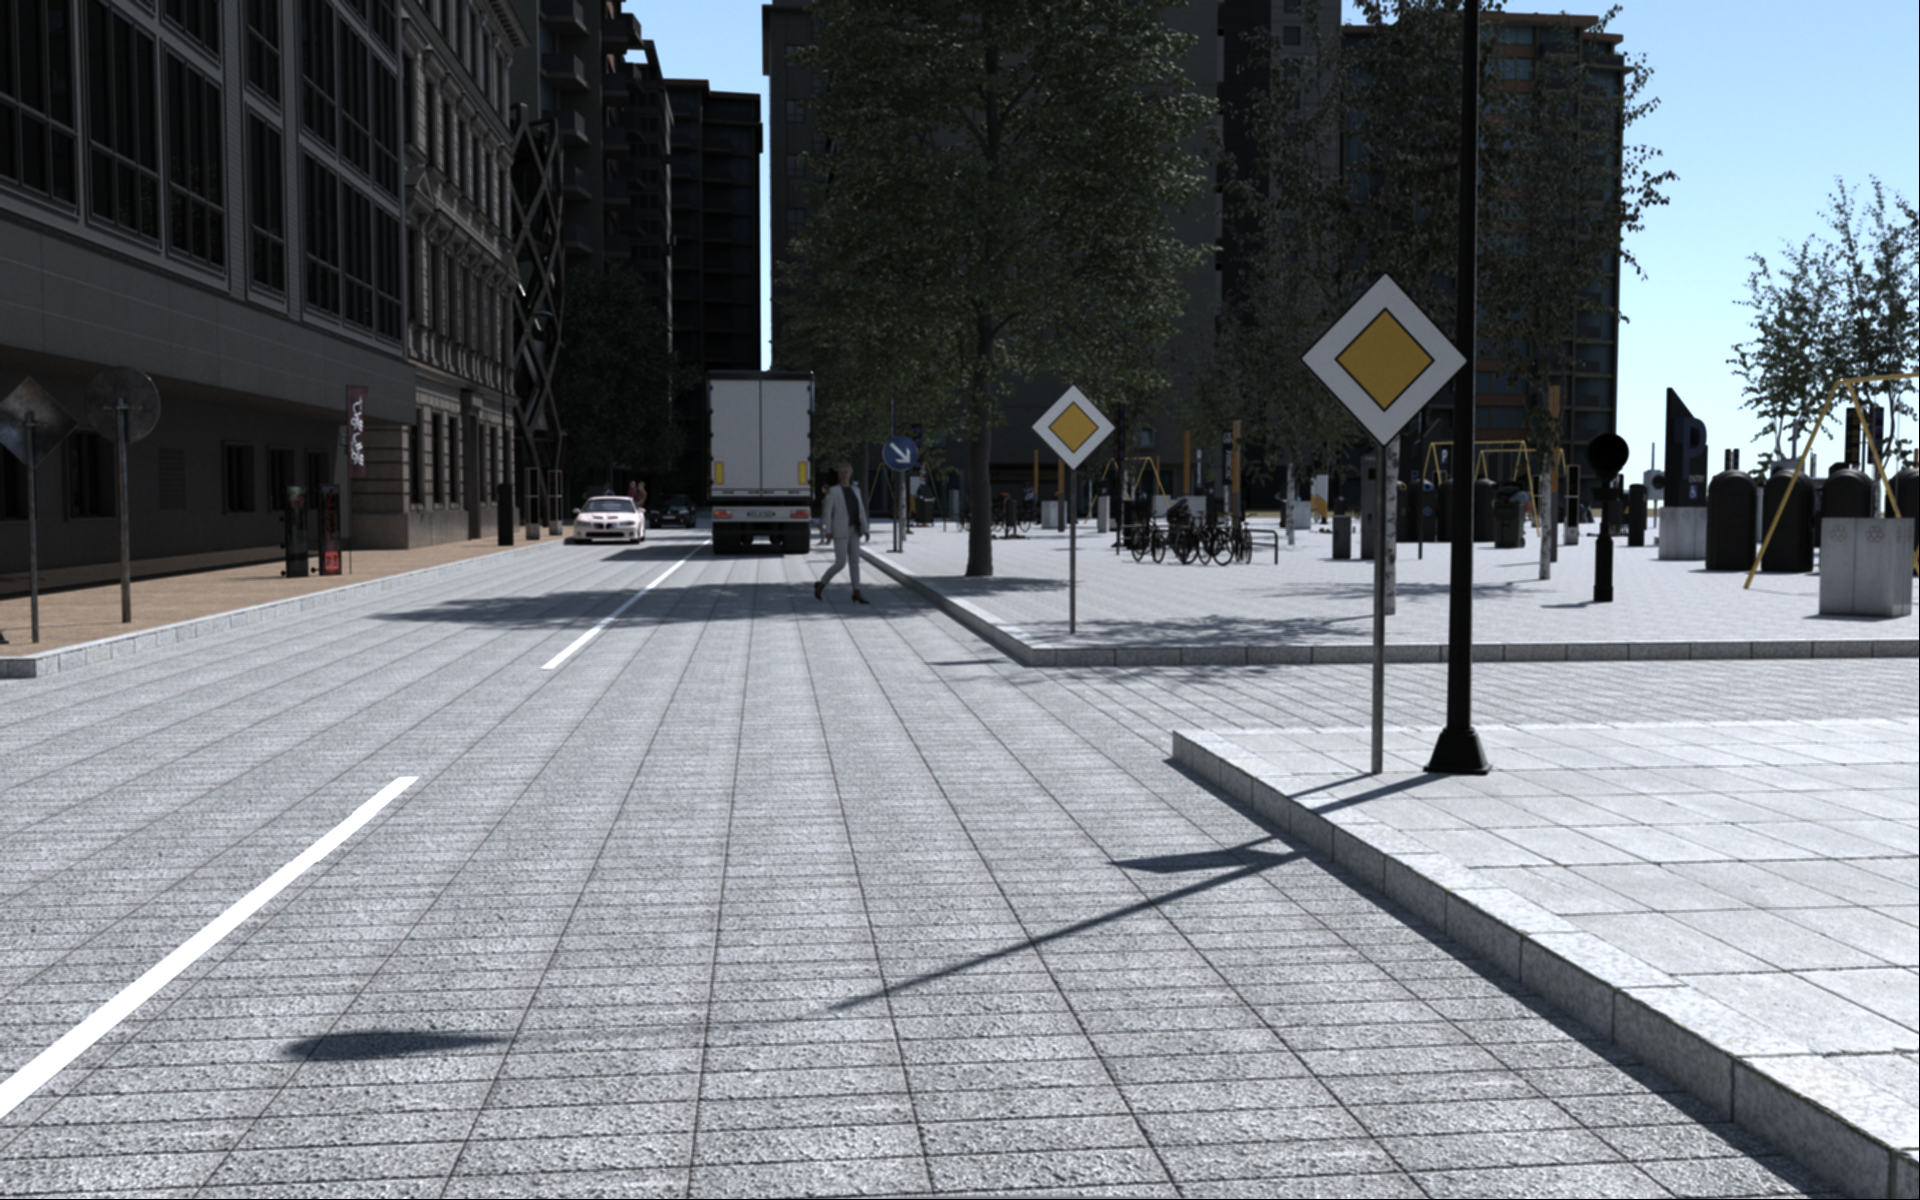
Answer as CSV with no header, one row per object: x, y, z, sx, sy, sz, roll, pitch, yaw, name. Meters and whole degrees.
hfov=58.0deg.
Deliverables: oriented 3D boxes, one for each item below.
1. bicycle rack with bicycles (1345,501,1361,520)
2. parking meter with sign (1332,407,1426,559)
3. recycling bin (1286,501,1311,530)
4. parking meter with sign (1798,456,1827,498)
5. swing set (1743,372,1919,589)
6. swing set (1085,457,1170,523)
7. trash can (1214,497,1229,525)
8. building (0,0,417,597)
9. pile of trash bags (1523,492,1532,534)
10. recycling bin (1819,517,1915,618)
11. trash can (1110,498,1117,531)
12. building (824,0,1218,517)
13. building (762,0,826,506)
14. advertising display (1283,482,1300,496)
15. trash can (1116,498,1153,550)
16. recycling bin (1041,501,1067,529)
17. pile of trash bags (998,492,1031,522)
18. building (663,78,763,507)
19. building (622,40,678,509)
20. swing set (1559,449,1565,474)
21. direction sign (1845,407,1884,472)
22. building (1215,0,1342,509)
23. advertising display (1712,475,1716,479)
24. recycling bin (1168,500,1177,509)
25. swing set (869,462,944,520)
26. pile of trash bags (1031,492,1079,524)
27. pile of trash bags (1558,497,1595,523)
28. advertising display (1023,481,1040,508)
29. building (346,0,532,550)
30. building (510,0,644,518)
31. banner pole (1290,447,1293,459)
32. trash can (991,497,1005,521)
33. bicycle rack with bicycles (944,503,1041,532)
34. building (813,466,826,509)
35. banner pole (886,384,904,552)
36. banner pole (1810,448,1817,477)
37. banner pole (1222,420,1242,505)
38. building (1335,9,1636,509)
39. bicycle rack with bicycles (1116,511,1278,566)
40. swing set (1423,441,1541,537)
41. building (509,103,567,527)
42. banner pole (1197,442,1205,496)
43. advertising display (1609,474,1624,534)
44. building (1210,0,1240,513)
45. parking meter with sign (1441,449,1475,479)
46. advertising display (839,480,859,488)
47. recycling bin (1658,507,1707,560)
20.448,-4.507,87.067,2.852,0.926,2.925,-1,4,-11,bicycle rack with bicycles
8.242,-2.316,34.130,1.738,3.016,0.543,1,4,11,parking meter with sign
12.288,-3.078,62.880,0.722,1.027,0.722,-1,4,-10,recycling bin
39.224,-5.065,79.081,1.738,3.016,0.543,0,4,7,parking meter with sign
12.282,-1.517,22.423,2.862,2.851,3.119,-1,4,-11,swing set
7.417,-4.725,74.879,2.862,2.851,3.119,-2,4,-28,swing set
10.989,-3.747,72.925,0.748,1.137,0.748,0,3,0,trash can
-17.857,-14.215,25.924,14.314,27.812,24.014,0,4,-6,building
16.768,-2.837,56.129,1.912,1.369,3.447,-1,4,-14,pile of trash bags
9.640,-0.359,18.417,0.722,1.027,0.722,-3,5,-45,recycling bin
5.327,-2.938,59.693,0.748,1.137,0.748,0,3,0,trash can
2.778,-29.443,105.089,21.300,48.544,21.600,0,4,-6,building
-7.603,-36.698,189.248,27.495,52.752,28.713,0,4,-6,building
17.557,-5.299,91.849,0.123,1.923,0.974,-3,5,-45,advertising display
4.102,-1.748,40.235,0.748,1.137,0.748,0,3,0,trash can
3.446,-3.111,63.424,0.722,1.027,0.722,-2,4,-24,recycling bin
2.905,-4.417,81.969,1.912,1.369,3.447,-3,4,-36,pile of trash bags
-35.206,-32.301,182.743,28.867,44.769,22.147,0,4,-6,building
-36.470,-27.814,146.643,23.993,40.220,32.217,0,4,-6,building
19.545,-3.864,60.798,3.119,2.851,2.862,3,4,37,swing set
23.582,-3.256,45.231,0.876,3.537,0.379,2,4,27,direction sign
21.441,-44.009,157.798,20.611,71.187,20.563,0,4,-6,building
26.405,-3.329,59.639,0.974,1.923,0.123,0,4,5,advertising display
9.962,-4.055,78.852,0.722,1.027,0.722,3,5,41,recycling bin
-2.683,-5.357,85.201,3.119,2.851,2.862,3,4,38,swing set
4.255,-4.048,75.943,1.912,1.369,3.447,0,4,4,pile of trash bags
26.558,-4.124,77.185,1.912,1.369,3.447,-3,5,-39,pile of trash bags
3.530,-4.925,85.734,0.974,1.923,0.123,3,5,42,advertising display
-18.412,-11.208,47.871,10.561,19.102,19.286,0,4,-6,building
-30.320,-27.374,102.193,22.147,44.769,28.867,0,4,-6,building
16.010,-5.728,83.663,0.401,3.779,0.863,0,4,0,banner pole
1.672,-4.083,78.414,0.748,1.137,0.748,0,3,0,trash can
0.716,-2.802,59.192,2.852,0.926,2.925,-2,4,-28,bicycle rack with bicycles
-2.712,-43.778,154.019,20.563,71.187,20.611,0,4,-6,building
-1.472,-2.963,38.455,0.401,3.779,0.863,-1,4,-9,banner pole
46.462,-6.383,94.385,0.863,3.779,0.401,-3,5,-40,banner pole
9.271,-4.205,58.774,0.863,3.779,0.401,2,4,28,banner pole
46.233,-30.908,159.973,28.867,44.769,22.147,0,4,-6,building
4.638,-1.145,32.097,2.852,0.926,2.925,-1,4,-10,bicycle rack with bicycles
15.287,-3.308,51.710,3.119,2.851,2.862,3,5,39,swing set
-23.966,-12.178,66.557,16.820,18.784,16.811,0,4,-6,building
11.596,-5.715,83.455,0.401,3.779,0.863,3,4,37,banner pole
21.031,-3.078,55.532,0.123,1.923,0.974,0,4,2,advertising display
3.941,-33.097,130.380,28.713,52.752,27.495,0,4,-6,building
19.582,-4.337,67.171,1.738,3.016,0.543,-1,4,-11,parking meter with sign
-5.128,-4.603,80.467,0.974,1.923,0.123,1,4,13,advertising display
14.218,-1.310,33.972,0.722,1.027,0.722,0,4,-7,recycling bin
